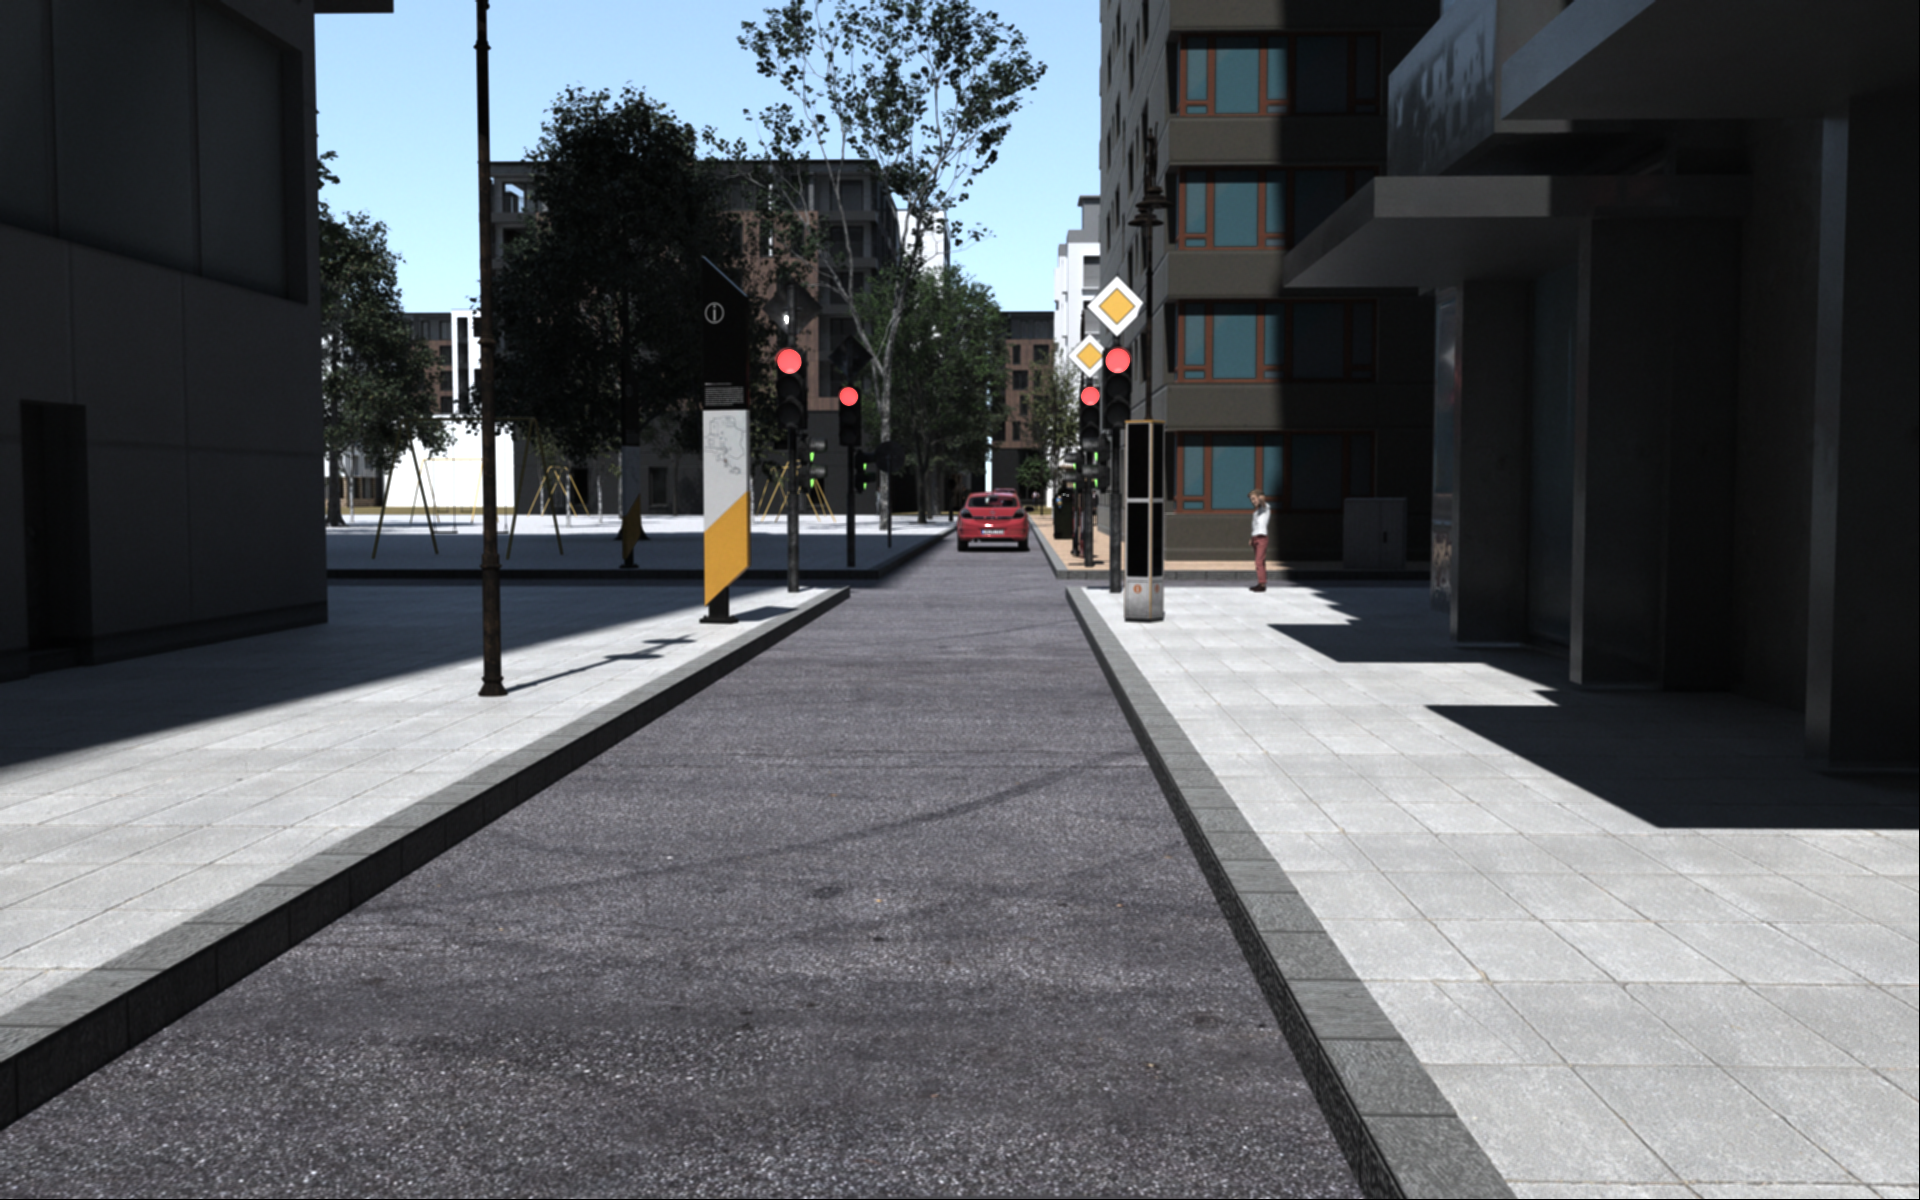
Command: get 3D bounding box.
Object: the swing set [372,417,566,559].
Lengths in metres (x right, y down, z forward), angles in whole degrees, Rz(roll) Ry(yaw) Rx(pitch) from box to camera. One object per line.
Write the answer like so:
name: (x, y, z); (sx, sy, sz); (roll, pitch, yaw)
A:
swing set: (-10.178, -2.318, 35.526); (3.119, 2.851, 2.862); (1, 4, 9)

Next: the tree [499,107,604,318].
tree: (-18.644, -14.167, 87.523); (12.611, 20.169, 13.585); (0, 3, 0)

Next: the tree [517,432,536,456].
tree: (-24.755, -9.361, 103.413); (4.737, 8.622, 4.395); (0, 3, 0)

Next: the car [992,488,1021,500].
car: (2.884, -6.405, 113.396); (2.281, 1.827, 5.304); (0, 4, 0)

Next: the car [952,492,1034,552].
car: (0.851, -2.180, 44.689); (2.155, 1.783, 4.494); (0, 4, 1)

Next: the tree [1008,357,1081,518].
tree: (4.811, -8.602, 91.006); (4.360, 8.622, 3.978); (0, 3, 0)

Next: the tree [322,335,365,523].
tree: (-27.260, -7.729, 76.727); (4.360, 8.622, 3.978); (0, 3, 0)

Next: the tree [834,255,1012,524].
tree: (-1.557, -9.087, 74.330); (9.928, 11.665, 9.643); (0, 3, 0)

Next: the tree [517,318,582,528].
tree: (-15.207, -7.069, 65.939); (4.360, 8.622, 3.978); (0, 3, 0)

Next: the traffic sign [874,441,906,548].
traffic sign: (-1.686, -2.525, 41.396); (0.768, 2.556, 0.104); (0, 4, 6)

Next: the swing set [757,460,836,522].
swing set: (-7.526, -5.044, 80.095); (2.862, 2.851, 3.119); (-1, 4, -19)

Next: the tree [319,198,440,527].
tree: (-24.365, -9.200, 67.432); (9.611, 12.733, 9.660); (0, 3, 0)

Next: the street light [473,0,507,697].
street light: (-2.982, -2.330, 10.877); (0.468, 5.910, 1.993); (0, 4, 2)

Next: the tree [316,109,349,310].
tree: (-16.327, -7.183, 35.563); (7.486, 12.596, 7.792); (0, 3, 0)

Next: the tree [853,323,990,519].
tree: (-1.861, -9.355, 87.360); (7.601, 10.594, 8.767); (1, 4, 9)

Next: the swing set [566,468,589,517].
swing set: (-23.061, -6.221, 99.326); (2.862, 2.851, 3.119); (0, 4, 2)

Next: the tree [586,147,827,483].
tree: (-5.271, -5.302, 37.054); (4.360, 8.622, 3.978); (0, 3, 0)

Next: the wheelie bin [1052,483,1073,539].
wheelie bin: (2.967, -2.530, 49.273); (0.693, 1.594, 0.980); (0, 4, 4)

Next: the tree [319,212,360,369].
tree: (-23.448, -8.693, 52.493); (12.009, 13.543, 11.850); (0, 3, 0)

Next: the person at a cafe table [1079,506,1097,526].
person at a cafe table: (5.245, -3.595, 69.635); (1.698, 1.238, 1.726); (0, 4, -3)

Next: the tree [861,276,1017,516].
tree: (-1.315, -11.811, 99.758); (9.857, 13.997, 8.962); (0, 3, 0)

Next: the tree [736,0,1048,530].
tree: (-3.623, -12.608, 62.025); (12.611, 20.169, 13.585); (0, 3, 0)

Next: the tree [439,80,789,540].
tree: (-9.346, -8.030, 48.299); (9.611, 12.733, 9.660); (0, 3, 0)

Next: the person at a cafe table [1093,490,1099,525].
person at a cafe table: (6.212, -3.883, 71.998); (1.622, 1.524, 1.698); (1, 4, 19)

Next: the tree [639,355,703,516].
tree: (-16.826, -10.194, 101.087); (8.767, 10.594, 7.601); (1, 4, 13)

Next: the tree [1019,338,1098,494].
tree: (4.840, -8.088, 82.600); (4.737, 8.622, 4.395); (0, 3, 0)

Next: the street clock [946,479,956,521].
street clock: (-0.421, -4.696, 81.342); (0.471, 2.002, 0.358); (0, 4, -7)

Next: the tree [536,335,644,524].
tree: (-15.433, -7.570, 74.130); (4.737, 8.622, 4.395); (0, 3, 0)

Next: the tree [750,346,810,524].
tree: (-8.790, -7.563, 74.016); (4.737, 8.622, 4.395); (0, 3, 0)

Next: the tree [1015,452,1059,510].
tree: (6.032, -9.313, 135.976); (4.285, 4.588, 4.351); (0, 3, 0)
